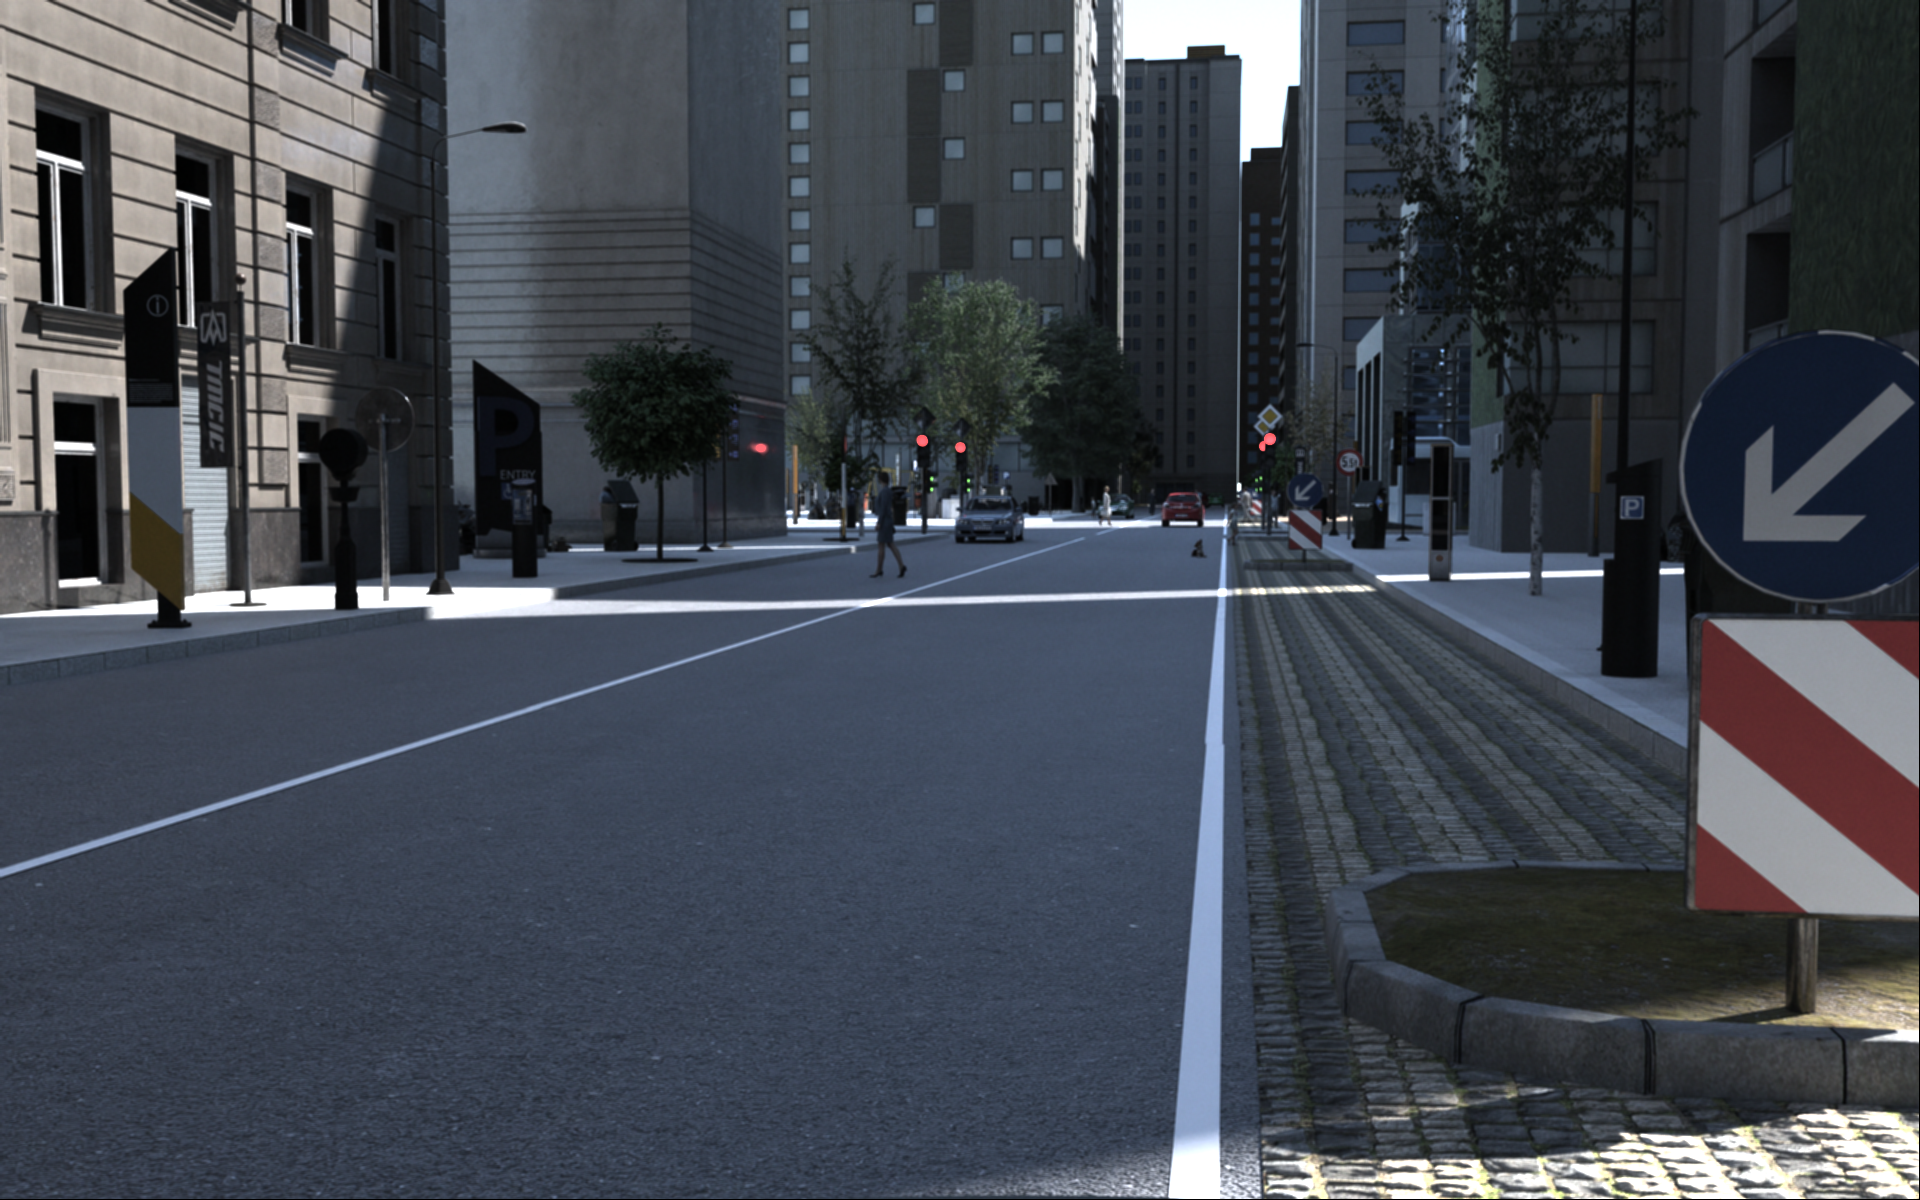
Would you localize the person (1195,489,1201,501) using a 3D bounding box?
[{"bbox_3d":[18.127,-7.541,131.813,0.660,1.820,0.620,3,4,38],"label":"person"}]

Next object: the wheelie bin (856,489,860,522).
[{"bbox_3d":[-4.728,-4.306,78.318,0.693,1.594,0.980,2,4,33],"label":"wheelie bin"}]

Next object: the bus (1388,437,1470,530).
[{"bbox_3d":[20.696,-3.718,55.650,13.247,3.499,2.948,0,4,7],"label":"bus"}]

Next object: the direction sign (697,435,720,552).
[{"bbox_3d":[-5.688,-2.848,38.570,0.379,3.537,0.876,-1,4,-20],"label":"direction sign"}]

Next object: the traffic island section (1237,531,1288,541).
[{"bbox_3d":[9.638,-1.938,53.961,2.009,0.180,2.903,1,4,9],"label":"traffic island section"}]

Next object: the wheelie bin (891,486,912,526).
[{"bbox_3d":[-2.452,-3.833,70.577,0.980,1.594,0.693,0,4,-5],"label":"wheelie bin"}]

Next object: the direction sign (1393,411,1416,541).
[{"bbox_3d":[12.164,-3.392,47.460,0.876,3.537,0.379,-3,4,-36],"label":"direction sign"}]

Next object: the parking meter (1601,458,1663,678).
[{"bbox_3d":[4.738,-0.233,12.219,0.372,1.533,0.369,0,3,0],"label":"parking meter"}]

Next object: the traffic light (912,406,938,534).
[{"bbox_3d":[-1.137,-4.071,55.486,0.839,4.253,0.868,1,4,9],"label":"traffic light"}]

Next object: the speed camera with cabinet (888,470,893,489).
[{"bbox_3d":[-5.028,-8.861,139.205,0.660,3.252,2.038,-3,5,-44],"label":"speed camera with cabinet"}]

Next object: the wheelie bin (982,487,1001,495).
[{"bbox_3d":[1.404,-4.102,74.974,0.980,1.594,0.693,-1,4,-9],"label":"wheelie bin"}]

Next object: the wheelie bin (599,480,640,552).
[{"bbox_3d":[-7.669,-1.891,38.825,0.693,1.594,0.980,3,4,36],"label":"wheelie bin"}]

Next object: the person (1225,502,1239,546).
[{"bbox_3d":[7.588,-2.125,48.259,0.382,1.210,0.505,1,4,14],"label":"person"}]

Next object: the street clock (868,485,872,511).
[{"bbox_3d":[-6.932,-7.901,133.749,0.358,2.002,0.471,0,4,-6],"label":"street clock"}]

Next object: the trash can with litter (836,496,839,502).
[{"bbox_3d":[-8.536,-7.056,126.424,2.233,1.210,1.678,2,4,25],"label":"trash can with litter"}]

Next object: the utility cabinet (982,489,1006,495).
[{"bbox_3d":[1.440,-4.460,81.599,1.173,1.500,0.318,2,4,25],"label":"utility cabinet"}]

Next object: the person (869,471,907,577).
[{"bbox_3d":[-1.246,-1.298,29.738,0.654,1.822,0.581,2,4,30],"label":"person"}]

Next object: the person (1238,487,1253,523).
[{"bbox_3d":[14.001,-4.649,84.791,0.678,1.792,0.850,-3,5,-40],"label":"person"}]

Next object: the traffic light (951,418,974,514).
[{"bbox_3d":[0.080,-4.554,63.379,0.839,4.253,0.868,1,4,9],"label":"traffic light"}]

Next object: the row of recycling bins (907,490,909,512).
[{"bbox_3d":[-4.109,-6.945,120.663,1.069,1.692,3.534,0,4,3],"label":"row of recycling bins"}]

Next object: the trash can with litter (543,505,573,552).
[{"bbox_3d":[-9.162,-1.648,38.335,0.624,1.170,1.055,3,5,41],"label":"trash can with litter"}]

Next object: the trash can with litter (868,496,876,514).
[{"bbox_3d":[-5.448,-6.241,113.429,0.624,1.170,1.055,3,5,45],"label":"trash can with litter"}]

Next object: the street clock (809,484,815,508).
[{"bbox_3d":[-11.698,-8.205,138.720,0.358,2.002,0.471,0,4,2],"label":"street clock"}]

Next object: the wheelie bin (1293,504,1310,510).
[{"bbox_3d":[14.589,-4.033,73.851,0.693,1.594,0.980,-1,4,-10],"label":"wheelie bin"}]

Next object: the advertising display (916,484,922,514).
[{"bbox_3d":[-2.517,-6.688,114.558,0.123,1.923,0.974,3,5,45],"label":"advertising display"}]

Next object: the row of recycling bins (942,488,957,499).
[{"bbox_3d":[-0.754,-6.784,118.033,1.069,1.692,3.534,0,4,-3],"label":"row of recycling bins"}]

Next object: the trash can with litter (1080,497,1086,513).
[{"bbox_3d":[8.144,-6.529,118.138,0.624,1.170,1.055,2,4,29],"label":"trash can with litter"}]

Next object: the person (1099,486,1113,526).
[{"bbox_3d":[6.584,-4.246,78.279,0.624,1.780,0.694,1,4,19],"label":"person"}]

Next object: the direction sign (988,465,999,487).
[{"bbox_3d":[2.594,-8.744,134.959,0.876,3.537,0.379,2,4,23],"label":"direction sign"}]

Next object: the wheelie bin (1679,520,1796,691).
[{"bbox_3d":[4.935,-0.187,10.971,0.693,1.594,0.980,1,4,12],"label":"wheelie bin"}]

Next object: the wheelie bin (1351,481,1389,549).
[{"bbox_3d":[9.619,-2.005,40.685,0.693,1.594,0.980,-3,5,-40],"label":"wheelie bin"}]

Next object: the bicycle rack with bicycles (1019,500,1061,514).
[{"bbox_3d":[5.127,-6.008,111.610,2.925,0.926,2.852,-1,4,-22],"label":"bicycle rack with bicycles"}]

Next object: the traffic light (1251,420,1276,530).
[{"bbox_3d":[10.817,-4.454,61.745,0.839,4.253,0.868,1,4,9],"label":"traffic light"}]

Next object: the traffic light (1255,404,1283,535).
[{"bbox_3d":[9.600,-3.971,53.853,0.839,4.253,0.868,1,4,9],"label":"traffic light"}]

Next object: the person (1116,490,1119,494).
[{"bbox_3d":[12.457,-7.802,136.402,0.599,1.781,0.374,0,4,8],"label":"person"}]

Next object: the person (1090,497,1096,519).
[{"bbox_3d":[7.763,-5.370,100.980,0.332,1.250,0.352,-2,4,-27],"label":"person"}]

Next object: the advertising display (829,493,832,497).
[{"bbox_3d":[-9.232,-7.216,123.190,0.123,1.923,0.974,-1,4,-8],"label":"advertising display"}]

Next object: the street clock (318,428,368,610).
[{"bbox_3d":[-6.828,-0.896,19.222,0.471,2.002,0.358,0,4,7],"label":"street clock"}]

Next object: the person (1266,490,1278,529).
[{"bbox_3d":[12.297,-3.528,67.990,0.589,1.601,0.330,-1,4,-22],"label":"person"}]

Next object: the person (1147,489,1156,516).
[{"bbox_3d":[12.642,-6.434,114.125,0.576,1.772,0.534,-1,4,-18],"label":"person"}]

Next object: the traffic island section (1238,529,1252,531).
[{"bbox_3d":[10.855,-2.420,61.853,2.009,0.180,2.903,1,4,9],"label":"traffic island section"}]

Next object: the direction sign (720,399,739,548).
[{"bbox_3d":[-5.602,-3.009,41.188,0.379,3.537,0.876,3,5,43],"label":"direction sign"}]

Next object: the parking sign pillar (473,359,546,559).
[{"bbox_3d":[-9.091,-2.837,34.853,1.447,3.967,1.447,-1,4,-20],"label":"parking sign pillar"}]

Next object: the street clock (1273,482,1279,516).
[{"bbox_3d":[18.662,-5.981,102.363,0.358,2.002,0.471,-1,4,-11],"label":"street clock"}]
